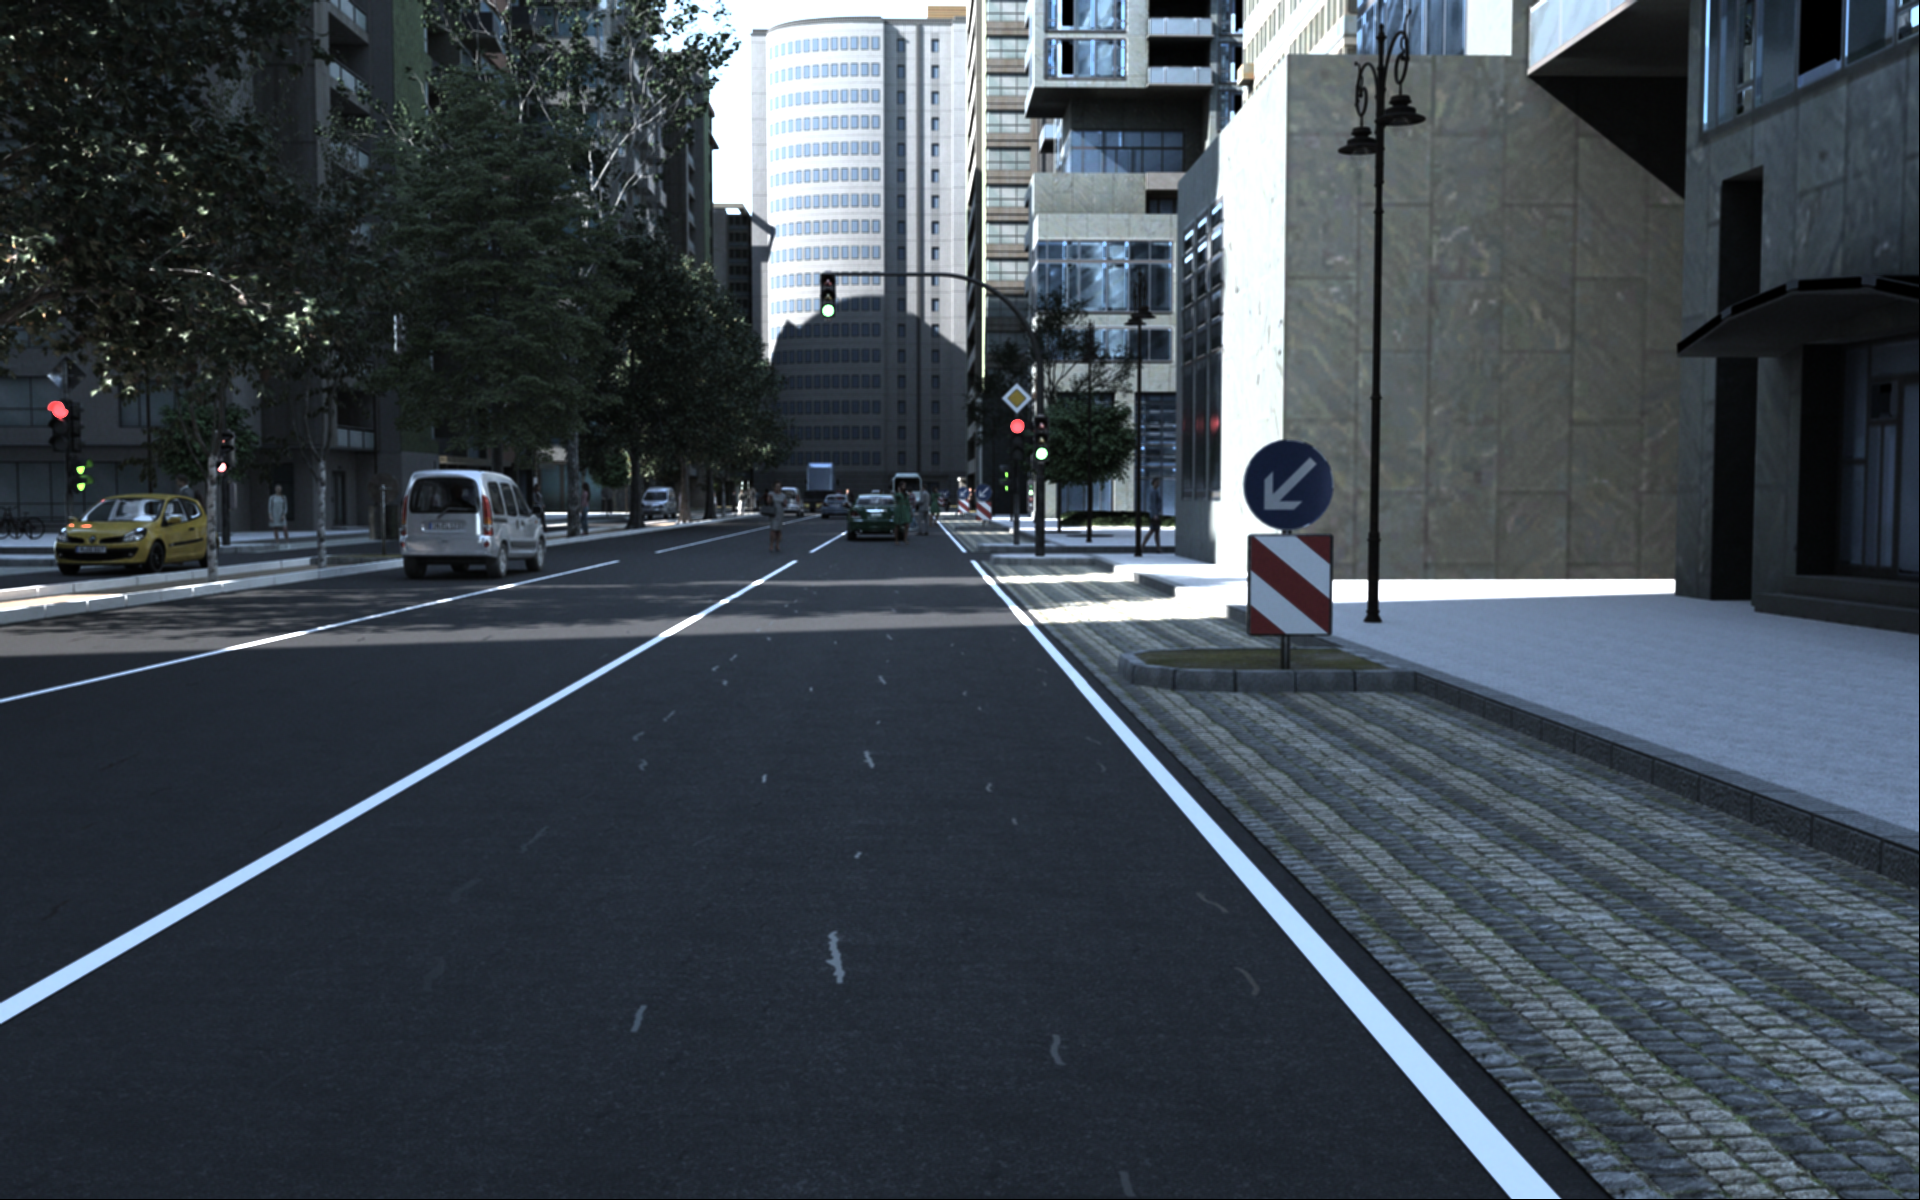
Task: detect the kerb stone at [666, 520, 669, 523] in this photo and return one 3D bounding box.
[{"bbox_3d":[-14.447,-3.810,84.481,0.120,0.150,1.000,0,4,-2],"label":"kerb stone"}]

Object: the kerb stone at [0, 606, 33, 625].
[{"bbox_3d":[-10.601,0.167,19.471,0.120,0.150,1.000,0,4,-2],"label":"kerb stone"}]

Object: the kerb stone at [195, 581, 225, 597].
[{"bbox_3d":[-10.739,-0.142,24.592,0.120,0.150,1.000,0,4,-2],"label":"kerb stone"}]

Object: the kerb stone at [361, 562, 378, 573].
[{"bbox_3d":[-10.931,-0.583,31.759,0.120,0.150,1.000,0,4,-2],"label":"kerb stone"}]

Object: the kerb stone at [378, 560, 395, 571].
[{"bbox_3d":[-10.957,-0.646,32.782,0.120,0.150,1.000,0,4,-2],"label":"kerb stone"}]

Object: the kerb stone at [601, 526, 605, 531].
[{"bbox_3d":[-13.986,-2.743,67.062,0.120,0.150,1.000,0,4,-2],"label":"kerb stone"}]

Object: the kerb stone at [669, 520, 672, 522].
[{"bbox_3d":[-14.478,-3.872,85.507,0.120,0.150,1.000,0,4,-2],"label":"kerb stone"}]

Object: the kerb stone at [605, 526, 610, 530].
[{"bbox_3d":[-14.009,-2.807,68.087,0.120,0.150,1.000,0,4,-2],"label":"kerb stone"}]

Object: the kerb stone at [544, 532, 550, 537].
[{"bbox_3d":[-13.708,-2.117,56.816,0.120,0.150,1.000,0,4,-2],"label":"kerb stone"}]

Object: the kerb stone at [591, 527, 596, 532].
[{"bbox_3d":[-13.925,-2.619,65.017,0.120,0.150,1.000,0,4,-2],"label":"kerb stone"}]

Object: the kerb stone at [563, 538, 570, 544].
[{"bbox_3d":[-11.415,-1.681,49.683,0.120,0.150,1.000,0,4,-2],"label":"kerb stone"}]

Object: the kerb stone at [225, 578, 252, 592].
[{"bbox_3d":[-10.767,-0.205,25.614,0.120,0.150,1.000,0,4,-2],"label":"kerb stone"}]

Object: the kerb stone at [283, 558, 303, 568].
[{"bbox_3d":[-13.082,-0.706,33.735,0.120,0.150,1.000,0,4,-2],"label":"kerb stone"}]

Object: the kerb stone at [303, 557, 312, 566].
[{"bbox_3d":[-13.119,-0.768,34.756,0.120,0.150,1.000,0,4,-2],"label":"kerb stone"}]

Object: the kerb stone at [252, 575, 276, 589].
[{"bbox_3d":[-10.798,-0.272,26.635,0.120,0.150,1.000,0,4,-2],"label":"kerb stone"}]

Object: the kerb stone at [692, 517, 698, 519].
[{"bbox_3d":[-14.754,-4.497,95.758,0.120,0.150,1.000,0,4,-2],"label":"kerb stone"}]

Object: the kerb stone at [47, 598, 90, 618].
[{"bbox_3d":[-10.630,0.106,20.493,0.120,0.150,1.000,0,4,-2],"label":"kerb stone"}]

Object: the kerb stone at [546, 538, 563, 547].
[{"bbox_3d":[-11.384,-1.617,48.658,0.120,0.150,1.000,0,4,-2],"label":"kerb stone"}]

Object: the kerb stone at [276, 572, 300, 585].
[{"bbox_3d":[-10.822,-0.333,27.657,0.120,0.150,1.000,0,4,-2],"label":"kerb stone"}]

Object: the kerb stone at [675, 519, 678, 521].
[{"bbox_3d":[-14.530,-3.993,87.560,0.120,0.150,1.000,0,4,-2],"label":"kerb stone"}]

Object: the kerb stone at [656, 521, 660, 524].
[{"bbox_3d":[-14.365,-3.621,81.401,0.120,0.150,1.000,0,4,-2],"label":"kerb stone"}]

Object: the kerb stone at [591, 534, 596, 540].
[{"bbox_3d":[-11.525,-1.929,53.782,0.120,0.150,1.000,0,4,-2],"label":"kerb stone"}]

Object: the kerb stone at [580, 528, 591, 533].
[{"bbox_3d":[-13.900,-2.555,63.995,0.120,0.150,1.000,0,4,-2],"label":"kerb stone"}]

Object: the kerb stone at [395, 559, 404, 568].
[{"bbox_3d":[-10.988,-0.710,33.807,0.120,0.150,1.000,0,4,-2],"label":"kerb stone"}]

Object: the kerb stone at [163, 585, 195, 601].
[{"bbox_3d":[-10.708,-0.081,23.561,0.120,0.150,1.000,0,4,-2],"label":"kerb stone"}]

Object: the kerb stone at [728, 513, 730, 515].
[{"bbox_3d":[-15.192,-5.504,112.180,0.120,0.150,1.000,0,4,-2],"label":"kerb stone"}]

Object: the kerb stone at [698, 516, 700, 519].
[{"bbox_3d":[-14.784,-4.560,96.780,0.120,0.150,1.000,0,4,-2],"label":"kerb stone"}]

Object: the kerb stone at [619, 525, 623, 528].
[{"bbox_3d":[-14.093,-2.995,71.164,0.120,0.150,1.000,0,4,-2],"label":"kerb stone"}]

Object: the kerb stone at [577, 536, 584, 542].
[{"bbox_3d":[-11.476,-1.801,51.731,0.120,0.150,1.000,0,4,-2],"label":"kerb stone"}]

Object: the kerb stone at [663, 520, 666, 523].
[{"bbox_3d":[-14.426,-3.743,83.458,0.120,0.150,1.000,0,4,-2],"label":"kerb stone"}]

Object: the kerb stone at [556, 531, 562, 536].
[{"bbox_3d":[-13.761,-2.243,58.870,0.120,0.150,1.000,0,4,-2],"label":"kerb stone"}]

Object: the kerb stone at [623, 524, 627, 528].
[{"bbox_3d":[-14.125,-3.058,72.186,0.120,0.150,1.000,0,4,-2],"label":"kerb stone"}]

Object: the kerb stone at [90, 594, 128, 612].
[{"bbox_3d":[-10.653,0.042,21.514,0.120,0.150,1.000,0,4,-2],"label":"kerb stone"}]

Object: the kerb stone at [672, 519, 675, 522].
[{"bbox_3d":[-14.510,-3.935,86.537,0.120,0.150,1.000,0,4,-2],"label":"kerb stone"}]

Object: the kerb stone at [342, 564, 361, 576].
[{"bbox_3d":[-10.900,-0.522,30.735,0.120,0.150,1.000,0,4,-2],"label":"kerb stone"}]

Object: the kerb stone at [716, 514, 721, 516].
[{"bbox_3d":[-15.058,-5.190,107.049,0.120,0.150,1.000,0,4,-2],"label":"kerb stone"}]

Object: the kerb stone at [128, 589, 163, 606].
[{"bbox_3d":[-10.679,-0.021,22.539,0.120,0.150,1.000,0,4,-2],"label":"kerb stone"}]

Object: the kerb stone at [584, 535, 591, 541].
[{"bbox_3d":[-11.482,-1.869,52.760,0.120,0.150,1.000,0,4,-2],"label":"kerb stone"}]

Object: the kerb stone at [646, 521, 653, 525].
[{"bbox_3d":[-14.315,-3.496,79.356,0.120,0.150,1.000,0,4,-2],"label":"kerb stone"}]

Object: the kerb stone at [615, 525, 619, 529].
[{"bbox_3d":[-14.067,-2.932,70.142,0.120,0.150,1.000,0,4,-2],"label":"kerb stone"}]

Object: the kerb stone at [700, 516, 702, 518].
[{"bbox_3d":[-14.815,-4.623,97.802,0.120,0.150,1.000,0,4,-2],"label":"kerb stone"}]

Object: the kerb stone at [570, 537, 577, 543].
[{"bbox_3d":[-11.442,-1.737,50.706,0.120,0.150,1.000,0,4,-2],"label":"kerb stone"}]

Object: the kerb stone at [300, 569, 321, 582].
[{"bbox_3d":[-10.859,-0.397,28.684,0.120,0.150,1.000,0,4,-2],"label":"kerb stone"}]

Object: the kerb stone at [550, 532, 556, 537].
[{"bbox_3d":[-13.733,-2.175,57.846,0.120,0.150,1.000,0,4,-2],"label":"kerb stone"}]

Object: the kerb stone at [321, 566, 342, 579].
[{"bbox_3d":[-10.875,-0.460,29.711,0.120,0.150,1.000,0,4,-2],"label":"kerb stone"}]

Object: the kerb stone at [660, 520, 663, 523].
[{"bbox_3d":[-14.396,-3.683,82.432,0.120,0.150,1.000,0,4,-2],"label":"kerb stone"}]

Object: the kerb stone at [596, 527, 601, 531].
[{"bbox_3d":[-13.953,-2.682,66.041,0.120,0.150,1.000,0,4,-2],"label":"kerb stone"}]

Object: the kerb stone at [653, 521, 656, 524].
[{"bbox_3d":[-14.342,-3.559,80.379,0.120,0.150,1.000,0,4,-2],"label":"kerb stone"}]

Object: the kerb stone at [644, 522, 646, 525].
[{"bbox_3d":[-14.258,-3.371,77.309,0.120,0.150,1.000,0,4,-2],"label":"kerb stone"}]

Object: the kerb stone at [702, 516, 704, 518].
[{"bbox_3d":[-14.832,-4.687,98.828,0.120,0.150,1.000,0,4,-2],"label":"kerb stone"}]

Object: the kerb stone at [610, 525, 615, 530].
[{"bbox_3d":[-14.034,-2.864,69.118,0.120,0.150,1.000,0,4,-2],"label":"kerb stone"}]

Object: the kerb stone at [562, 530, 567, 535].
[{"bbox_3d":[-13.796,-2.306,59.901,0.120,0.150,1.000,0,4,-2],"label":"kerb stone"}]
